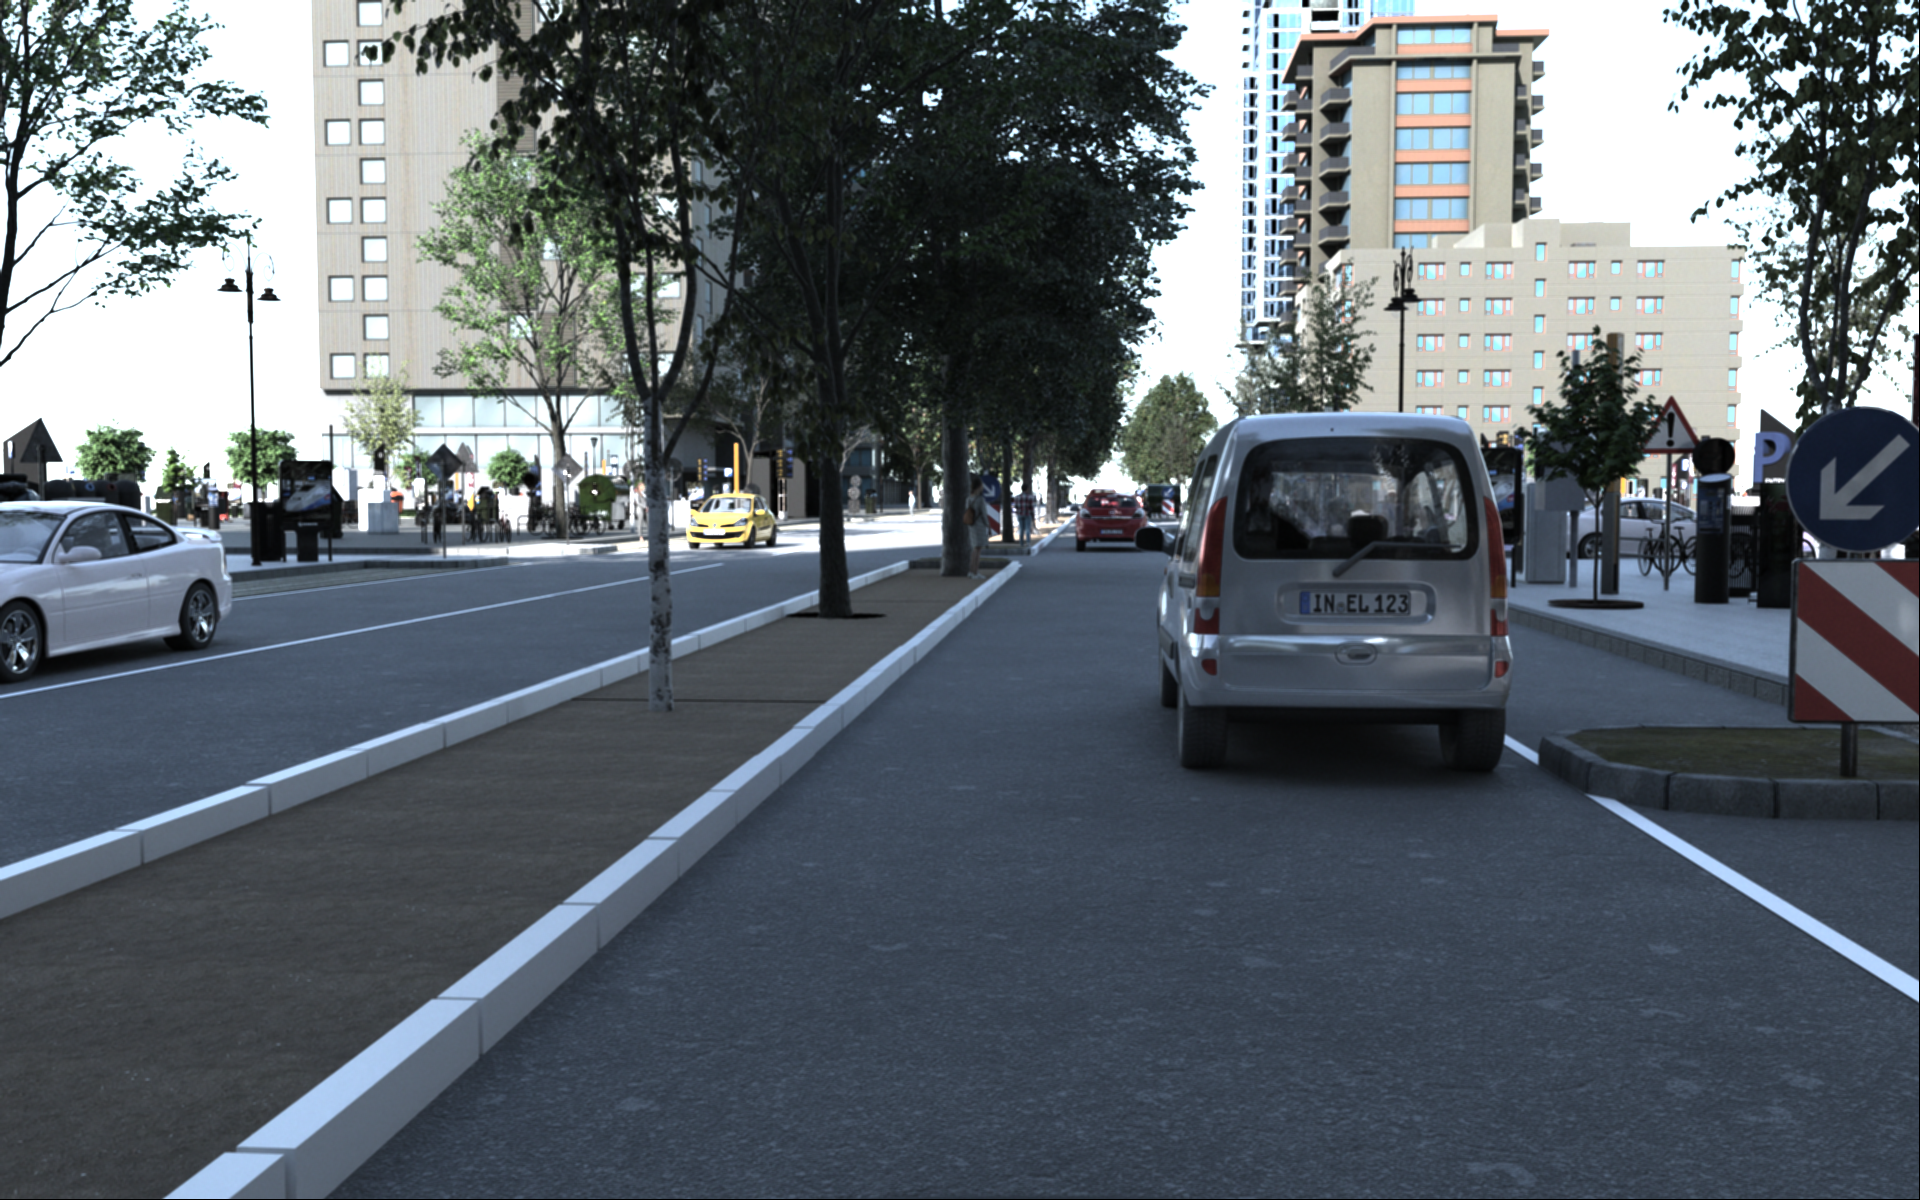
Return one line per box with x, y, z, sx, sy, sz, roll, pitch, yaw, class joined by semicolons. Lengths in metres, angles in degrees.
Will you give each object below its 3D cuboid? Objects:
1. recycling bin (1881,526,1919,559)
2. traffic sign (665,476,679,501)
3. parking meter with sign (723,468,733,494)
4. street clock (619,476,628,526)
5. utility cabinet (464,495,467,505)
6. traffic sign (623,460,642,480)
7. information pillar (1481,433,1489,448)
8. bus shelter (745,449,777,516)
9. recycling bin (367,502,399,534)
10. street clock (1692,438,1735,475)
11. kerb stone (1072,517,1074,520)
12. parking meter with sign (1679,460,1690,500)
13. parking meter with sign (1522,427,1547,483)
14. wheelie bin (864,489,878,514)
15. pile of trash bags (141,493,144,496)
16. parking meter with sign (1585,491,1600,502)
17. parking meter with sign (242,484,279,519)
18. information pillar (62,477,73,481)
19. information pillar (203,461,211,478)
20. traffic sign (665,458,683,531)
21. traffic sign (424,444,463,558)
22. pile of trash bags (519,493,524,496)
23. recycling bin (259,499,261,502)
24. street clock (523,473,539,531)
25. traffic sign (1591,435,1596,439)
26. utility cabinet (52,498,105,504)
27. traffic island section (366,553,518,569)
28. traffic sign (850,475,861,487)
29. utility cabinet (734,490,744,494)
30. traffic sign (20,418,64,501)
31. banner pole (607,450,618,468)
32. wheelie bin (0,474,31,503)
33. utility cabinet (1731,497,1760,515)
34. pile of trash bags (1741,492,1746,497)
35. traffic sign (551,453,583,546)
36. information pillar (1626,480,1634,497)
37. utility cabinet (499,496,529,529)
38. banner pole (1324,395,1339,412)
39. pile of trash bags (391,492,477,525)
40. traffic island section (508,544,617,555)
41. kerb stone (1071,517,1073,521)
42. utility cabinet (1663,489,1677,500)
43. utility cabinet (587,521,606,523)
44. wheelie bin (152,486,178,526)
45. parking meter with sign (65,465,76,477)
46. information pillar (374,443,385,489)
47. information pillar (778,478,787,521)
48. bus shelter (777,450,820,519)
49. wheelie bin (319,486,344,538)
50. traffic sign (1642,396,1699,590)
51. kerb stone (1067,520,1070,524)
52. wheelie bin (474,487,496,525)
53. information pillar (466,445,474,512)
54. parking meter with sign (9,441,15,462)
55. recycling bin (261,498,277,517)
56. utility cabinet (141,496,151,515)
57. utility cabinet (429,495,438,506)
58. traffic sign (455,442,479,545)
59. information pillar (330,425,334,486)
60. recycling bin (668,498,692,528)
13.449;-0.757;24.933;0.722;1.027;0.722;1;4;20;recycling bin
-11.602;-4.258;69.718;0.768;2.556;0.104;1;4;13;traffic sign
-15.701;-7.349;116.420;0.543;3.016;1.738;0;4;2;parking meter with sign
-13.245;-3.862;67.721;0.471;2.002;0.358;-2;4;-25;street clock
-32.461;-6.313;114.372;0.306;1.237;1.020;1;4;10;utility cabinet
-12.077;-3.899;63.859;0.768;2.556;0.104;1;4;11;traffic sign
20.032;-4.578;66.210;0.183;3.616;0.504;-1;4;-14;information pillar
-10.061;-6.225;93.056;1.731;3.624;6.357;0;4;5;bus shelter
-18.664;-2.658;56.020;0.722;1.027;0.722;2;4;30;recycling bin
9.759;-1.095;22.480;0.471;2.002;0.358;0;4;0;street clock
5.539;-3.978;87.235;0.120;0.150;1.000;0;4;5;kerb stone
36.873;-5.616;88.090;0.543;3.016;1.738;1;4;16;parking meter with sign
14.570;-3.030;45.798;0.543;3.016;1.738;-3;5;-42;parking meter with sign
-5.799;-6.418;112.842;0.980;1.594;0.693;1;4;18;wheelie bin
-44.093;-4.941;90.530;1.912;1.369;3.447;1;4;22;pile of trash bags
27.174;-4.790;74.574;0.543;3.016;1.738;-2;4;-35;parking meter with sign
-36.040;-5.686;89.233;1.738;3.016;0.543;-2;4;-26;parking meter with sign
-38.739;-4.329;75.263;0.304;2.012;0.304;1;4;18;information pillar
-52.121;-7.865;119.949;0.504;3.616;0.183;-1;4;-10;information pillar
-10.016;-3.686;60.367;0.768;2.556;0.104;1;4;11;traffic sign
-10.266;-1.885;34.457;0.795;2.450;0.064;0;4;5;traffic sign
-28.622;-5.933;106.763;3.447;1.369;1.912;-1;4;-22;pile of trash bags
-48.113;-6.546;119.580;0.722;1.027;0.722;-2;4;-35;recycling bin
-14.788;-3.374;59.743;0.471;2.002;0.358;1;4;15;street clock
9.754;-1.470;26.158;0.606;2.300;0.079;1;4;11;traffic sign
-14.979;-1.119;29.464;0.306;1.237;1.020;0;4;7;utility cabinet
-10.290;-0.749;34.521;2.009;0.180;2.903;0;4;5;traffic island section
-7.079;-7.185;117.579;0.768;2.556;0.104;0;4;7;traffic sign
-12.692;-5.644;100.951;0.318;1.500;1.173;2;4;34;utility cabinet
-15.640;-1.804;29.497;0.884;2.594;0.081;1;4;14;traffic sign
-19.679;-6.603;97.973;0.863;3.779;0.401;1;4;21;banner pole
-14.792;-1.163;26.916;0.980;1.594;0.693;-3;5;-45;wheelie bin
19.131;-1.917;42.510;1.020;1.237;0.306;3;4;38;utility cabinet
42.794;-5.068;92.616;1.912;1.369;3.447;0;4;-5;pile of trash bags
-9.612;-2.371;42.415;0.795;2.450;0.064;0;4;5;traffic sign
35.873;-5.401;92.801;0.304;2.012;0.304;0;4;3;information pillar
-16.440;-3.223;63.851;1.020;1.237;0.306;-2;4;-31;utility cabinet
9.349;-3.279;43.625;0.401;3.779;0.863;3;5;42;banner pole
-22.376;-3.868;72.992;3.447;1.369;1.912;-3;5;-42;pile of trash bags
-9.636;-1.235;42.479;2.009;0.180;2.903;0;4;5;traffic island section
5.438;-3.915;86.213;0.120;0.150;1.000;0;4;5;kerb stone
29.541;-3.866;71.895;1.173;1.500;0.318;-3;4;-38;utility cabinet
-16.287;-4.043;77.273;1.020;1.237;0.306;2;4;30;utility cabinet
-29.339;-3.430;63.987;0.980;1.594;0.693;0;4;-4;wheelie bin
-54.317;-6.662;105.179;1.738;3.016;0.543;3;5;42;parking meter with sign
-26.618;-5.391;79.499;0.504;3.616;0.183;1;4;10;information pillar
-8.315;-4.699;81.319;0.304;2.012;0.304;2;4;26;information pillar
-8.244;-6.228;93.108;1.731;3.624;6.357;0;4;5;bus shelter
-18.321;-2.595;50.343;0.693;1.594;0.980;-2;4;-33;wheelie bin
9.423;-1.409;23.037;0.884;2.594;0.081;1;4;9;traffic sign
4.691;-3.353;77.020;0.120;0.150;1.000;0;4;5;kerb stone
-20.005;-3.985;73.062;0.693;1.594;0.980;1;4;16;wheelie bin
-23.435;-5.594;82.823;0.183;3.616;0.504;-3;5;-42;information pillar
-32.060;-3.711;56.937;1.738;3.016;0.543;-3;4;-38;parking meter with sign
-40.924;-5.539;103.121;0.722;1.027;0.722;2;4;33;recycling bin
-31.670;-3.398;66.727;1.020;1.237;0.306;1;4;20;utility cabinet
-26.128;-4.627;86.816;1.020;1.237;0.306;-2;4;-33;utility cabinet
-12.443;-2.652;43.364;0.884;2.594;0.081;1;4;14;traffic sign
-21.241;-4.113;58.604;0.183;3.616;0.504;-1;4;-19;information pillar
-10.720;-3.271;66.038;0.722;1.027;0.722;-2;4;-29;recycling bin
